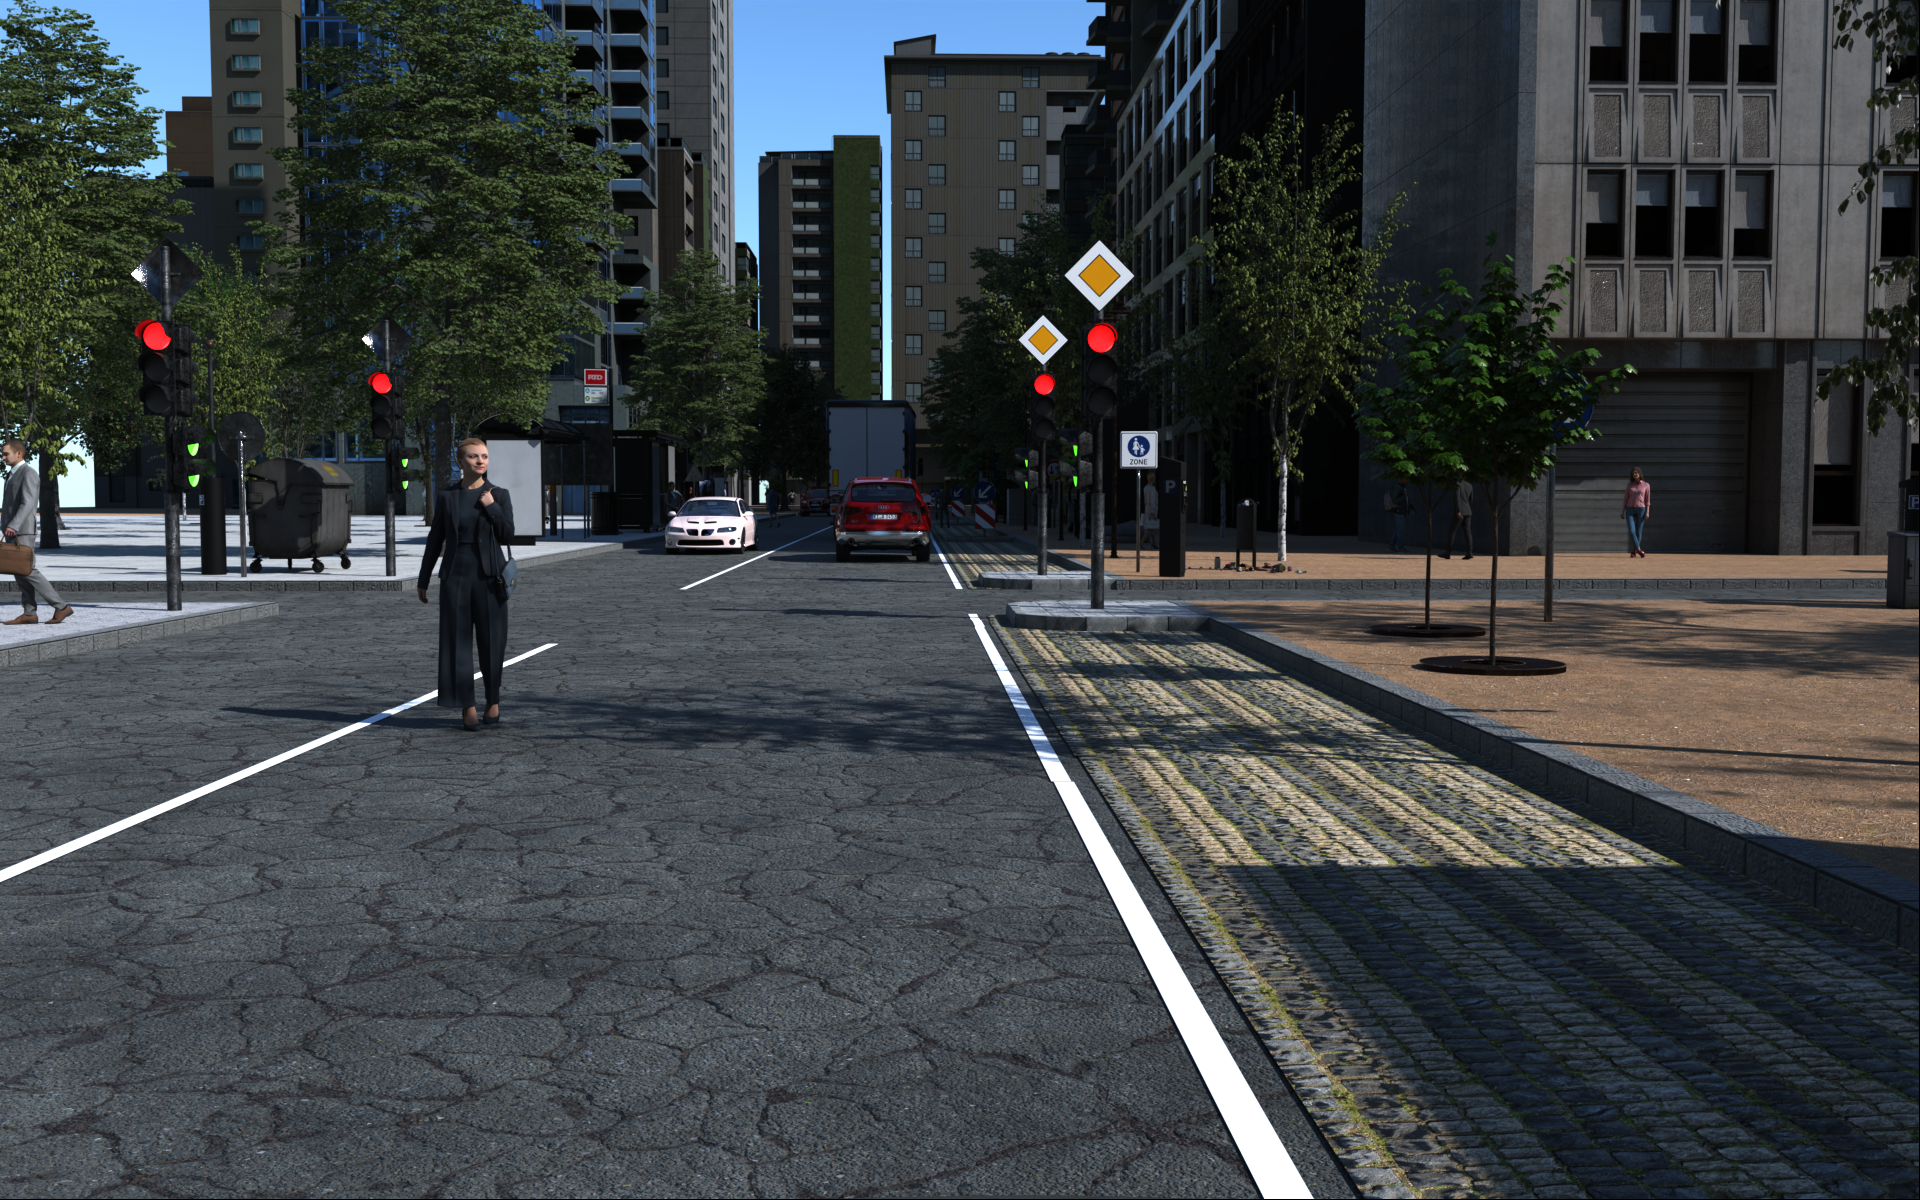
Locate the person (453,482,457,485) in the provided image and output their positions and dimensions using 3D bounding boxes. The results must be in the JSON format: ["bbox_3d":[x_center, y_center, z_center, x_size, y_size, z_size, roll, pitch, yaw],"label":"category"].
[{"bbox_3d":[-21.726,-4.177,74.426,0.778,1.811,0.616,-1,4,-14],"label":"person"}]

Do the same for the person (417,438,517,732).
[{"bbox_3d":[-3.007,-0.104,10.624,0.576,1.772,0.534,-2,4,-28],"label":"person"}]

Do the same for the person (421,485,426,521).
[{"bbox_3d":[-25.368,-4.662,82.484,0.641,1.798,0.478,1,4,13],"label":"person"}]

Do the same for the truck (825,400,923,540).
[{"bbox_3d":[-2.750,-4.178,57.228,2.839,4.237,11.283,0,4,0],"label":"truck"}]

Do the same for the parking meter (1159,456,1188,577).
[{"bbox_3d":[3.307,-1.291,26.819,0.399,1.863,0.255,2,4,25],"label":"parking meter"}]

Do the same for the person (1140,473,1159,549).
[{"bbox_3d":[4.383,-2.069,40.219,0.624,1.780,0.694,-1,4,-9],"label":"person"}]

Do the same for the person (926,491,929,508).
[{"bbox_3d":[-3.239,-9.762,169.045,0.436,1.711,0.756,-3,5,-40],"label":"person"}]

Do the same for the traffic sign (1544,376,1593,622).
[{"bbox_3d":[5.898,-1.051,17.291,0.768,2.556,0.104,0,4,7],"label":"traffic sign"}]

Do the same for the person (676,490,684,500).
[{"bbox_3d":[-17.990,-6.289,108.953,1.350,1.814,0.705,-2,4,-28],"label":"person"}]

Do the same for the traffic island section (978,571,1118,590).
[{"bbox_3d":[1.322,-0.312,27.377,2.009,0.180,2.903,0,4,-2],"label":"traffic island section"}]

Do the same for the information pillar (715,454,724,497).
[{"bbox_3d":[-12.159,-5.879,87.477,0.504,3.616,0.183,0,4,5],"label":"information pillar"}]

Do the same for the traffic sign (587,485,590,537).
[{"bbox_3d":[-11.046,-3.139,51.425,0.768,2.556,0.104,0,4,3],"label":"traffic sign"}]

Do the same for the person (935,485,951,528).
[{"bbox_3d":[-0.721,-3.948,73.012,0.622,1.834,0.822,-1,4,-11],"label":"person"}]

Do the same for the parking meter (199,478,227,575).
[{"bbox_3d":[-11.895,-1.172,27.578,0.372,1.533,0.369,0,3,0],"label":"parking meter"}]

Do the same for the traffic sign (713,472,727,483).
[{"bbox_3d":[-12.476,-5.497,89.983,0.768,2.556,0.104,0,4,7],"label":"traffic sign"}]

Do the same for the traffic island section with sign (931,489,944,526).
[{"bbox_3d":[-0.215,-4.300,78.931,1.989,1.847,2.006,0,4,-2],"label":"traffic island section with sign"}]

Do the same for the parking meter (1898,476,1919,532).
[{"bbox_3d":[11.144,-0.722,20.216,0.372,1.533,0.369,0,3,0],"label":"parking meter"}]

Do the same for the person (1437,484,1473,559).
[{"bbox_3d":[9.765,-1.725,34.025,0.659,1.850,0.755,-2,4,-34],"label":"person"}]

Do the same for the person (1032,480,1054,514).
[{"bbox_3d":[2.656,-3.014,55.679,0.716,1.782,0.532,-2,4,-30],"label":"person"}]

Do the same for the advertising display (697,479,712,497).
[{"bbox_3d":[-10.991,-4.237,74.489,0.123,1.923,0.974,2,4,26],"label":"advertising display"}]

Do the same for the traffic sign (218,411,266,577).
[{"bbox_3d":[-11.054,-1.624,26.658,0.768,2.556,0.104,0,4,6],"label":"traffic sign"}]

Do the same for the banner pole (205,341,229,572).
[{"bbox_3d":[-12.337,-2.361,28.623,0.401,3.779,0.863,-1,4,-19],"label":"banner pole"}]

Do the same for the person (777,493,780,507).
[{"bbox_3d":[-17.624,-9.917,168.192,0.705,1.823,1.348,-1,4,-11],"label":"person"}]

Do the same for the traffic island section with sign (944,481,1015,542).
[{"bbox_3d":[0.605,-2.652,51.988,1.989,1.847,2.006,0,4,-2],"label":"traffic island section with sign"}]

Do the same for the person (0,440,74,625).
[{"bbox_3d":[-9.222,-0.663,17.007,0.709,1.813,0.853,3,5,42],"label":"person"}]

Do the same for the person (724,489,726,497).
[{"bbox_3d":[-16.059,-6.770,116.600,0.599,1.838,0.709,-2,4,-27],"label":"person"}]

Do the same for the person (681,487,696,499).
[{"bbox_3d":[-16.551,-6.092,106.465,1.217,1.723,0.721,0,4,-2],"label":"person"}]

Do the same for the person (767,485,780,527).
[{"bbox_3d":[-8.021,-4.032,74.439,0.581,1.822,0.654,-3,5,-43],"label":"person"}]

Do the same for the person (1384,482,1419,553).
[{"bbox_3d":[9.553,-1.905,37.529,0.721,1.781,0.623,1,4,19],"label":"person"}]

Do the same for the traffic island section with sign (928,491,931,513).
[{"bbox_3d":[-1.712,-7.377,129.241,1.989,1.847,2.006,0,4,-2],"label":"traffic island section with sign"}]

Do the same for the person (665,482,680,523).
[{"bbox_3d":[-8.159,-2.508,49.774,0.573,1.790,0.520,2,4,24],"label":"person"}]

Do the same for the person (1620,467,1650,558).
[{"bbox_3d":[13.637,-1.770,34.994,0.555,1.821,0.388,1,4,17],"label":"person"}]

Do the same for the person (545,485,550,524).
[{"bbox_3d":[-17.704,-4.185,74.745,0.678,1.792,0.850,0,4,-7],"label":"person"}]

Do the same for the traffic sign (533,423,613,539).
[{"bbox_3d":[-11.103,-3.414,49.699,2.265,3.308,0.079,0,4,1],"label":"traffic sign"}]

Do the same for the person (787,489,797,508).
[{"bbox_3d":[-15.825,-9.540,162.816,1.217,1.735,0.721,-2,4,-33],"label":"person"}]

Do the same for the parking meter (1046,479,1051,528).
[{"bbox_3d":[3.213,-3.635,65.139,0.399,1.863,0.255,-1,4,-19],"label":"parking meter"}]

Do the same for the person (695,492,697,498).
[{"bbox_3d":[-18.063,-6.702,118.836,0.599,1.433,0.991,2,4,34],"label":"person"}]

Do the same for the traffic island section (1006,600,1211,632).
[{"bbox_3d":[1.560,0.176,19.396,2.009,0.180,2.903,0,4,-2],"label":"traffic island section"}]

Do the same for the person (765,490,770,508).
[{"bbox_3d":[-16.008,-8.413,144.266,0.551,1.740,0.621,0,4,1],"label":"person"}]

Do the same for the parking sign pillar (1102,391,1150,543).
[{"bbox_3d":[4.298,-3.495,45.609,1.447,3.967,1.447,0,4,2],"label":"parking sign pillar"}]
